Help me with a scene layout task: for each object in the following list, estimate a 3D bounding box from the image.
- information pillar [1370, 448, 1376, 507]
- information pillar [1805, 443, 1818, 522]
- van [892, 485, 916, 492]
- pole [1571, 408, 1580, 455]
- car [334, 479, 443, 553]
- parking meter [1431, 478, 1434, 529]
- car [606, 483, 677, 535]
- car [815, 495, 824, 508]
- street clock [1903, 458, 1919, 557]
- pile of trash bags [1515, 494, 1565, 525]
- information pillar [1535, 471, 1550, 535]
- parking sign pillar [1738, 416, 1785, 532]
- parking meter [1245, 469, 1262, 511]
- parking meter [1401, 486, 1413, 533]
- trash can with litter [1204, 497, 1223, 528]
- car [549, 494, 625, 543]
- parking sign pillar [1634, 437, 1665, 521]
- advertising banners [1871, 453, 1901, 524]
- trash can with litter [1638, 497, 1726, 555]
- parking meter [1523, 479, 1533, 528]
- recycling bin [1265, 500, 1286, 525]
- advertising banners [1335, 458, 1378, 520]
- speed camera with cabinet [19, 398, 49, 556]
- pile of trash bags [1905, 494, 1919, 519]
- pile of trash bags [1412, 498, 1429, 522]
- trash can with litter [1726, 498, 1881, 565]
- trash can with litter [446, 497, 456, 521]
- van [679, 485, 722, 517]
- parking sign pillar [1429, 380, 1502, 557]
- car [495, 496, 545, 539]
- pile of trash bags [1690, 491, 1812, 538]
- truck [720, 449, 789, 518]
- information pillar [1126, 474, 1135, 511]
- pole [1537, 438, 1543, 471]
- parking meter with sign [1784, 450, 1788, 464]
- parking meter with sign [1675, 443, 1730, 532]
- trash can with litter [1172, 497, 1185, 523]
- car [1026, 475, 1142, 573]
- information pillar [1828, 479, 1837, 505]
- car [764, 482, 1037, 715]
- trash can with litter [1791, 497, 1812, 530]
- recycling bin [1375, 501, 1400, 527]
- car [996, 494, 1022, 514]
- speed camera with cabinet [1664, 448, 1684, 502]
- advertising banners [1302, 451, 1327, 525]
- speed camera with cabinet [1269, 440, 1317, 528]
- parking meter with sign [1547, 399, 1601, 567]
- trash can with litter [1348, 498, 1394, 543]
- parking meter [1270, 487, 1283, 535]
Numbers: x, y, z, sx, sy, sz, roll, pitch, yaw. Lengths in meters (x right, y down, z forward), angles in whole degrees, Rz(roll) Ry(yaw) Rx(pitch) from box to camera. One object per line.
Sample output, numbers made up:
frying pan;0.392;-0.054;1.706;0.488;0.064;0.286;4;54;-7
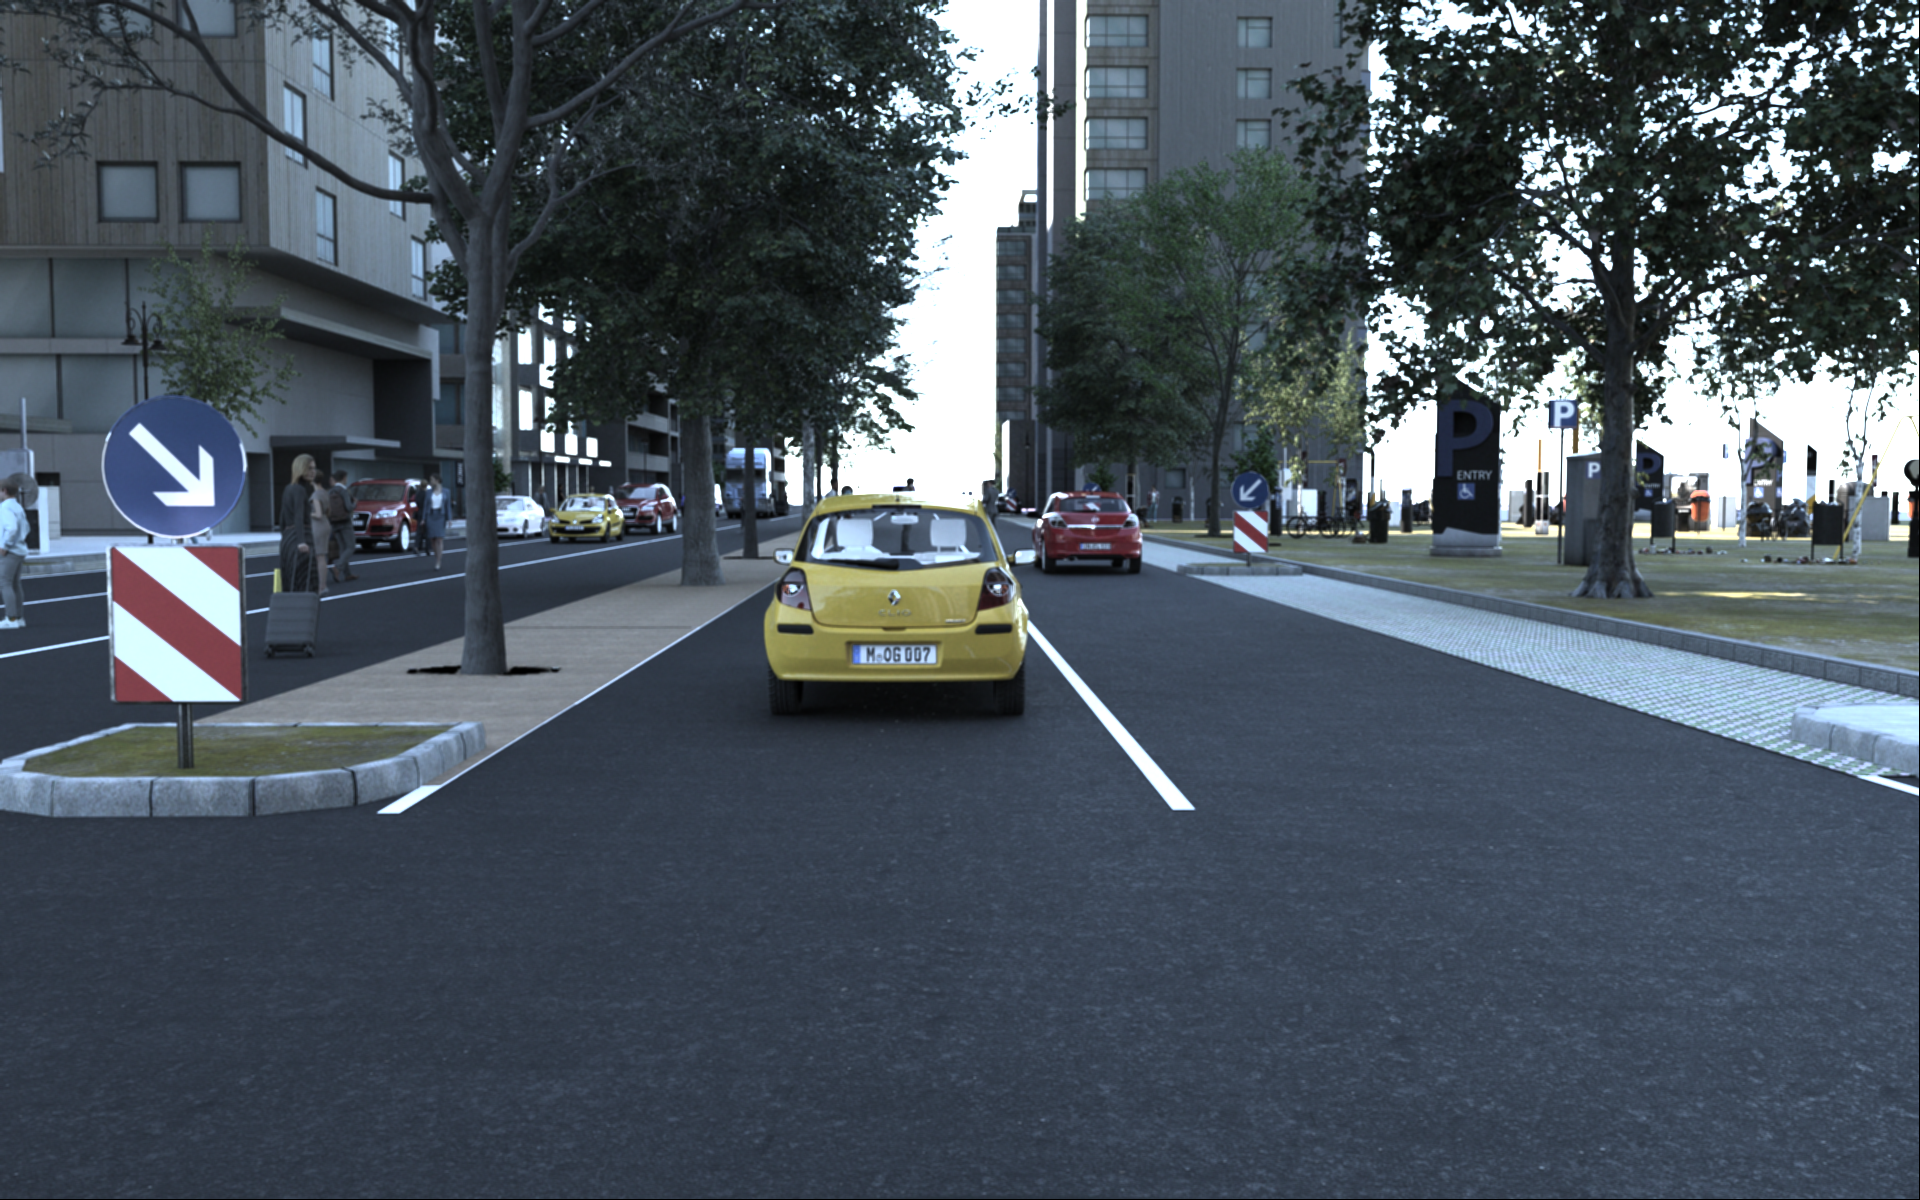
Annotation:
information pillar;19.703;-5.589;82.738;0.183;3.616;0.504;-1;4;-8
information pillar;38.412;-5.310;78.177;0.504;3.616;0.183;3;5;41
van;-3.950;-7.201;122.128;2.240;2.365;5.245;0;4;-2
pole;14.597;-2.892;41.128;0.158;3.312;0.155;0;3;0
car;-14.606;-2.155;43.914;2.281;1.827;5.304;0;4;-2
parking meter;17.326;-3.493;62.828;0.399;1.863;0.255;0;4;8
car;-11.537;-3.290;62.464;2.281;1.827;5.304;0;4;1
car;-14.525;-10.375;181.995;2.083;1.381;4.827;0;4;-2
street clock;19.354;-1.864;35.053;0.471;2.002;0.358;0;4;3
pile of trash bags;24.289;-3.743;70.947;1.912;1.369;3.447;-1;4;-10
information pillar;18.274;-3.048;54.322;0.304;2.012;0.304;-2;4;-23
parking sign pillar;27.544;-4.339;59.418;1.447;3.967;1.447;-2;4;-30
parking meter;6.838;-2.113;40.261;0.399;1.863;0.255;1;4;11
parking meter;14.777;-2.990;57.291;0.372;1.533;0.369;0;3;0
trash can with litter;9.755;-3.383;66.695;0.624;1.170;1.055;1;4;17
car;-11.188;-2.555;52.003;2.015;1.641;3.980;0;4;-1
parking sign pillar;32.477;-5.697;81.615;1.447;3.967;1.447;2;4;27
advertising banners;39.568;-4.764;74.081;0.090;3.025;2.074;0;4;-6
trash can with litter;15.571;-1.605;37.306;2.233;1.210;1.678;0;4;-6
parking meter;21.733;-3.703;66.250;0.255;1.863;0.399;0;4;1
recycling bin;13.164;-3.650;72.226;0.722;1.027;0.722;2;4;27
advertising banners;19.359;-5.406;84.582;2.074;3.025;0.090;1;4;17
speed camera with cabinet;-19.689;-2.570;36.350;0.660;3.252;2.038;-1;4;-17
pile of trash bags;33.626;-2.954;58.052;3.447;1.369;1.912;1;4;18
pile of trash bags;22.889;-4.376;81.293;3.447;1.369;1.912;0;4;3
trash can with litter;15.780;-1.297;32.267;2.233;1.210;1.678;3;5;43
trash can with litter;-24.407;-4.313;81.913;0.624;1.170;1.055;2;4;27
van;-16.254;-6.378;108.667;2.240;2.365;5.245;0;3;0
parking sign pillar;10.483;-2.895;35.798;1.447;3.967;1.447;1;4;21
car;-14.884;-2.724;56.898;2.083;1.381;4.827;0;4;-2
pile of trash bags;23.738;-2.584;52.000;3.447;1.369;1.912;2;4;32
truck;-12.600;-7.261;108.475;2.967;4.110;18.799;0;4;-2
information pillar;6.353;-3.669;64.478;0.304;2.012;0.304;1;4;14
pole;21.204;-4.252;63.368;0.158;3.312;0.155;0;3;0
parking meter with sign;31.564;-4.393;68.093;1.738;3.016;0.543;-1;4;-14
parking meter with sign;25.487;-3.878;59.672;1.738;3.016;0.543;3;5;40
trash can with litter;9.834;-4.064;77.830;0.624;1.170;1.055;0;4;4
car;2.359;-1.455;32.827;2.155;1.783;4.494;0;4;-1
information pillar;41.972;-4.823;83.347;0.304;2.012;0.304;-3;5;-43
car;-0.414;-0.150;12.680;2.015;1.641;3.980;0;4;0
trash can with litter;30.337;-3.107;62.183;0.624;1.170;1.055;-1;4;-20
recycling bin;16.676;-3.367;67.609;0.722;1.027;0.722;-3;4;-36
car;3.133;-6.425;114.828;2.009;1.686;4.222;0;4;-2
speed camera with cabinet;30.794;-4.863;73.849;0.660;3.252;2.038;0;4;-6
advertising banners;14.284;-4.513;69.972;0.090;3.025;2.074;-1;4;-16
speed camera with cabinet;12.393;-4.287;64.421;2.038;3.252;0.660;-3;4;-37
parking meter with sign;11.211;-2.133;31.142;0.543;3.016;1.738;-1;4;-8
trash can with litter;10.728;-2.069;45.219;1.055;1.170;0.624;0;4;-6
parking meter;9.861;-2.788;54.002;0.372;1.533;0.369;0;3;0
